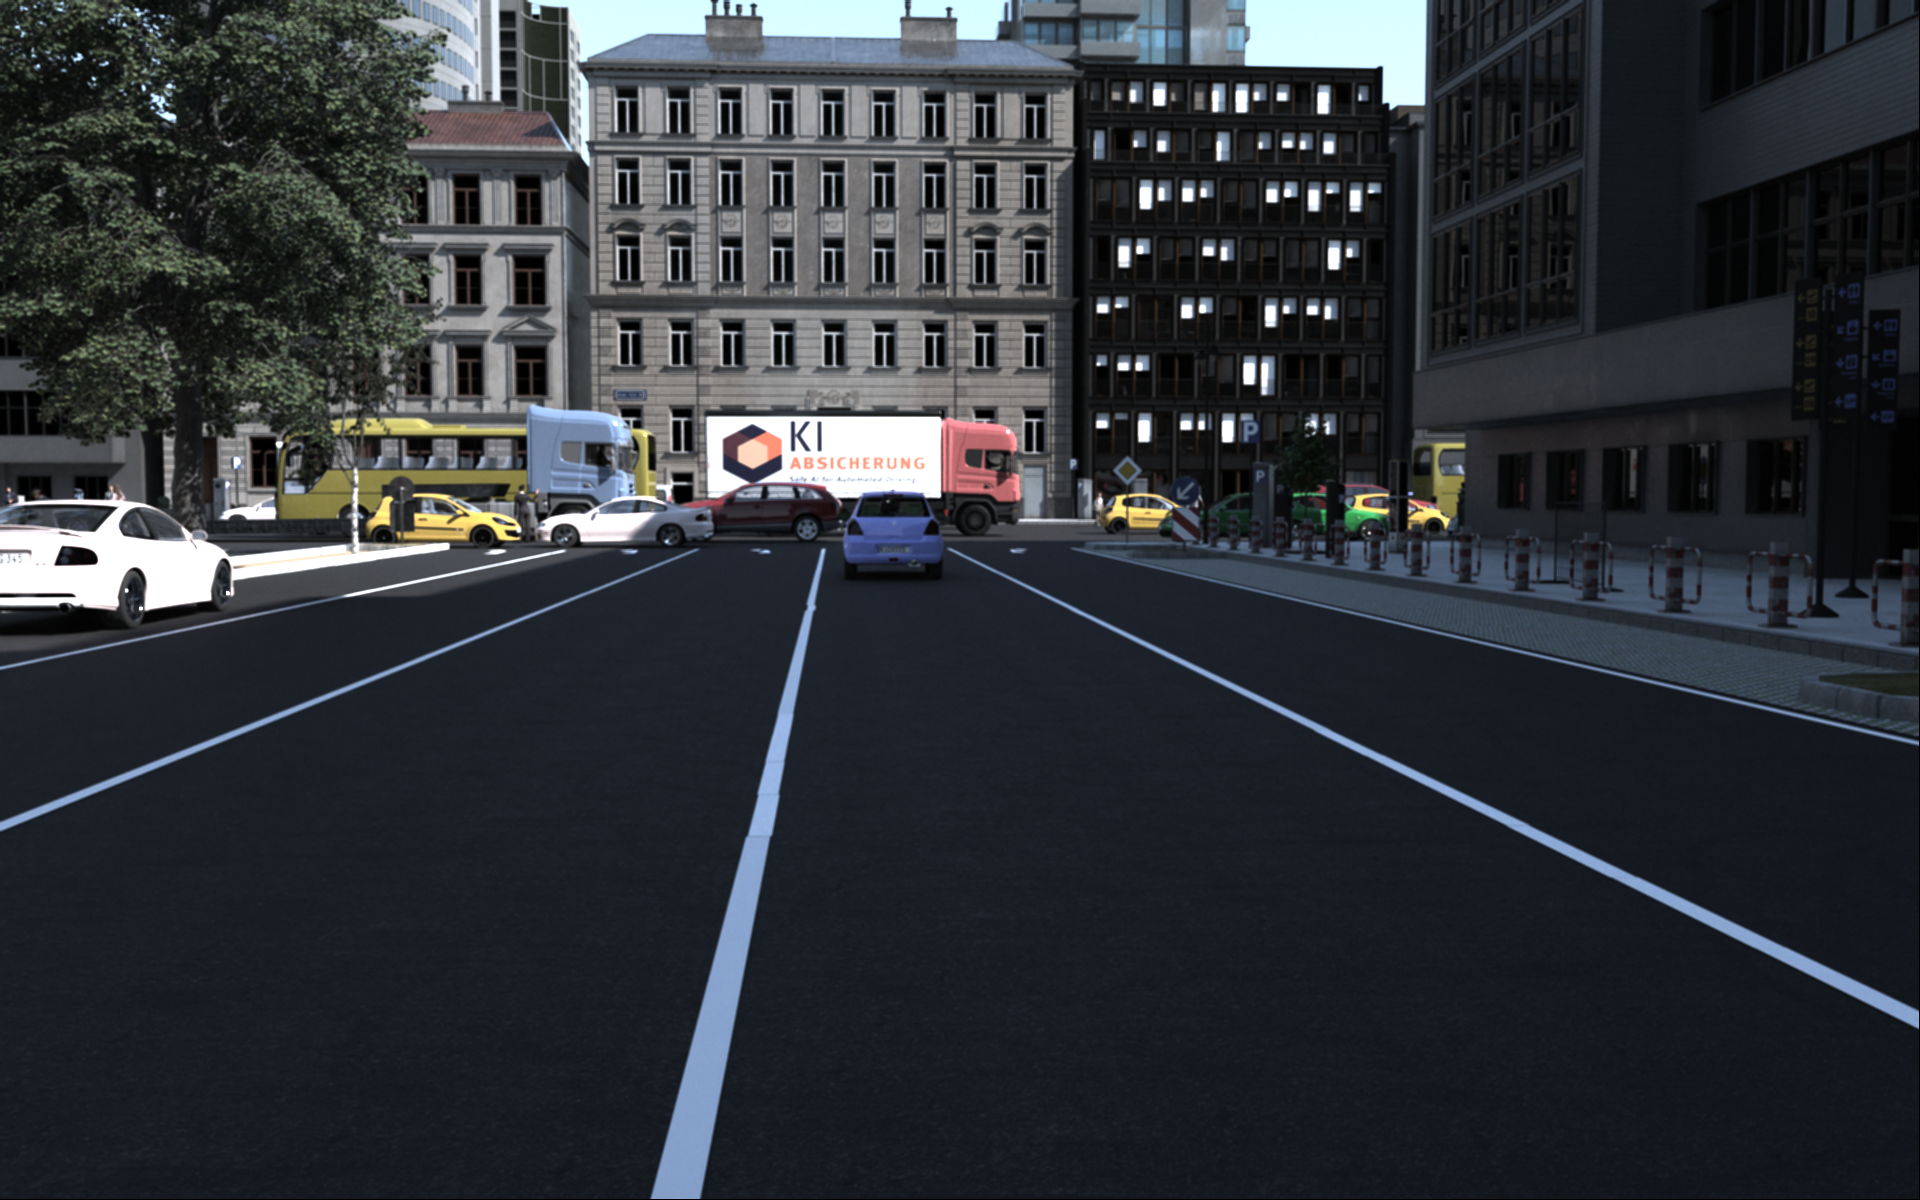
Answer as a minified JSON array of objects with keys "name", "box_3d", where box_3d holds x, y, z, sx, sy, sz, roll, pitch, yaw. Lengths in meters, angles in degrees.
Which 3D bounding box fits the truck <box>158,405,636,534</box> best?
[{"name":"truck","box_3d":[-18.757,-3.855,52.795,18.799,4.110,2.967,0,4,-4]}]

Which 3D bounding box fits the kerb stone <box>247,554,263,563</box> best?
[{"name":"kerb stone","box_3d":[-14.815,-0.850,36.136,0.120,0.150,1.000,0,4,-4]}]

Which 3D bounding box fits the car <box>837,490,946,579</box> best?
[{"name":"car","box_3d":[-1.197,-1.277,30.477,1.945,1.707,3.694,0,4,-3]}]

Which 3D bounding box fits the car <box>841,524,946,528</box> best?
[{"name":"car","box_3d":[-2.489,-3.098,63.236,3.894,1.354,1.945,0,4,-4]}]

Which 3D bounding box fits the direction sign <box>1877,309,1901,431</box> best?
[{"name":"direction sign","box_3d":[11.083,-1.799,21.411,0.876,3.537,0.379,1,4,15]}]

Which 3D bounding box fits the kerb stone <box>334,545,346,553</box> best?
[{"name":"kerb stone","box_3d":[-15.254,-1.230,42.301,0.120,0.150,1.000,0,4,-4]}]

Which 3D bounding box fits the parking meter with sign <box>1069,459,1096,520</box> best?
[{"name":"parking meter with sign","box_3d":[6.206,-5.472,85.723,1.738,3.016,0.543,-3,5,-42]}]

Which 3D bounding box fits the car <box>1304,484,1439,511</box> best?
[{"name":"car","box_3d":[15.007,-3.380,63.932,5.304,1.827,2.281,0,4,-2]}]

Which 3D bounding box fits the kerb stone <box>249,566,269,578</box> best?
[{"name":"kerb stone","box_3d":[-12.279,-0.482,30.095,0.120,0.150,1.000,0,4,-4]}]

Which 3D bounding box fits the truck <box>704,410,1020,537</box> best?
[{"name":"truck","box_3d":[-2.971,-4.301,59.227,11.283,4.237,2.839,0,4,-4]}]

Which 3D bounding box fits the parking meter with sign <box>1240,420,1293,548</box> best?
[{"name":"parking meter with sign","box_3d":[7.398,-2.771,41.573,0.543,3.016,1.738,3,5,39]}]

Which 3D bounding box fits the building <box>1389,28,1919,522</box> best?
[{"name":"building","box_3d":[36.570,-16.961,96.376,30.058,24.678,14.314,0,4,-4]}]

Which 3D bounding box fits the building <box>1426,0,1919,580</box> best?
[{"name":"building","box_3d":[18.661,-12.690,26.543,14.314,24.678,30.058,0,4,-4]}]

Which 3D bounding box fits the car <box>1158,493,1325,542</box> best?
[{"name":"car","box_3d":[8.063,-2.506,49.768,4.718,1.807,1.959,0,4,-4]}]

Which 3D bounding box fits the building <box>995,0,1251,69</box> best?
[{"name":"building","box_3d":[13.891,-33.217,162.713,23.786,49.044,30.456,0,4,-4]}]

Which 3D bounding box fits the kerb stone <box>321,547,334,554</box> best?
[{"name":"kerb stone","box_3d":[-15.182,-1.167,41.269,0.120,0.150,1.000,0,4,-4]}]

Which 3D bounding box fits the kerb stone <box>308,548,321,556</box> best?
[{"name":"kerb stone","box_3d":[-15.112,-1.104,40.244,0.120,0.150,1.000,0,4,-4]}]

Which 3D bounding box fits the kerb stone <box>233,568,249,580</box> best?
[{"name":"kerb stone","box_3d":[-12.201,-0.420,29.066,0.120,0.150,1.000,0,4,-4]}]

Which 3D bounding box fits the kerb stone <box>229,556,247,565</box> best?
[{"name":"kerb stone","box_3d":[-14.738,-0.790,35.106,0.120,0.150,1.000,0,4,-4]}]

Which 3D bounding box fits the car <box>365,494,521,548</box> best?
[{"name":"car","box_3d":[-13.836,-2.217,46.477,3.980,1.641,2.015,0,4,-3]}]

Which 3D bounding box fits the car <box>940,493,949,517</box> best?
[{"name":"car","box_3d":[-1.081,-3.816,71.063,5.304,1.827,2.281,0,4,-6]}]

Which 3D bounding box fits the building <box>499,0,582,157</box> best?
[{"name":"building","box_3d":[-66.354,-49.708,250.970,20.611,71.187,20.563,0,4,-4]}]

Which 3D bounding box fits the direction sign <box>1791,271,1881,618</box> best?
[{"name":"direction sign","box_3d":[9.001,-1.593,18.042,0.379,3.537,0.876,-1,4,-19]}]

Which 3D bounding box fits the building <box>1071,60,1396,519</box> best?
[{"name":"building","box_3d":[13.721,-16.135,93.490,15.834,23.373,12.332,0,4,-4]}]

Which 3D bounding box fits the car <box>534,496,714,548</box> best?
[{"name":"car","box_3d":[-9.134,-2.128,47.157,4.827,1.381,2.083,0,4,-4]}]

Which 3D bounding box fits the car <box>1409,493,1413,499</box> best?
[{"name":"car","box_3d":[21.531,-4.413,81.748,3.694,1.707,1.945,0,4,-6]}]

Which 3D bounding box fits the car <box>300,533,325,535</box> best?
[{"name":"car","box_3d":[-21.594,-3.198,61.323,4.494,1.783,2.155,0,4,-2]}]

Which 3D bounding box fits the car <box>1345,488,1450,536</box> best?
[{"name":"car","box_3d":[14.951,-3.036,59.864,3.980,1.641,2.015,0,4,-4]}]

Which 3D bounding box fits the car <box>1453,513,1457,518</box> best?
[{"name":"car","box_3d":[22.214,-3.489,69.406,4.827,1.381,2.083,0,4,-4]}]

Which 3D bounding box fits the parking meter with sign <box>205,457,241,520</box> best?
[{"name":"parking meter with sign","box_3d":[-35.041,-5.259,82.238,1.738,3.016,0.543,1,4,15]}]

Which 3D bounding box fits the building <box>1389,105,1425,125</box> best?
[{"name":"building","box_3d":[49.511,-33.382,195.903,14.200,45.320,14.600,0,4,-4]}]

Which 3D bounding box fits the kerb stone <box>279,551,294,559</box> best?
[{"name":"kerb stone","box_3d":[-14.960,-0.978,38.193,0.120,0.150,1.000,0,4,-4]}]

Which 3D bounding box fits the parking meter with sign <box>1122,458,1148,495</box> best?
[{"name":"parking meter with sign","box_3d":[8.794,-5.391,84.404,1.738,3.016,0.543,0,3,0]}]

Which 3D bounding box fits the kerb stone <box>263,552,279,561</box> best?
[{"name":"kerb stone","box_3d":[-14.883,-0.915,37.167,0.120,0.150,1.000,0,4,-4]}]

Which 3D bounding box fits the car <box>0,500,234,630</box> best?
[{"name":"car","box_3d":[-9.790,-0.444,19.625,2.083,1.381,4.827,0,4,-5]}]

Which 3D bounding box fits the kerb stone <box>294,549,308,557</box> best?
[{"name":"kerb stone","box_3d":[-15.038,-1.041,39.218,0.120,0.150,1.000,0,4,-4]}]

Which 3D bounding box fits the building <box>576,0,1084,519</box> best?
[{"name":"building","box_3d":[-6.724,-18.045,92.293,25.104,27.353,12.463,0,4,-4]}]

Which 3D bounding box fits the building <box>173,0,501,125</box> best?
[{"name":"building","box_3d":[-53.729,-37.357,152.785,21.231,58.520,28.212,0,4,-4]}]

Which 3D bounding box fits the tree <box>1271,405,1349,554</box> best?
[{"name":"tree","box_3d":[7.601,-2.618,37.403,1.663,3.219,1.824,0,3,0]}]

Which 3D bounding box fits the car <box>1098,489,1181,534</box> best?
[{"name":"car","box_3d":[7.005,-3.202,62.578,3.980,1.641,2.015,0,4,-4]}]

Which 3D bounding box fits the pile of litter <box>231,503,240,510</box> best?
[{"name":"pile of litter","box_3d":[-50.789,-6.564,121.290,1.176,0.858,1.719,3,5,45]}]

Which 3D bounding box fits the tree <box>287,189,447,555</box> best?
[{"name":"tree","box_3d":[-14.133,-5.354,40.355,4.360,8.622,3.978,0,3,0]}]

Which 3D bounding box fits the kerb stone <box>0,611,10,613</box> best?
[{"name":"kerb stone","box_3d":[-11.614,0.083,20.843,0.120,0.150,1.000,0,4,-4]}]

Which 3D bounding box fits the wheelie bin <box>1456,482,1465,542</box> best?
[{"name":"wheelie bin","box_3d":[13.577,-2.320,45.846,0.980,1.594,0.693,3,5,43]}]

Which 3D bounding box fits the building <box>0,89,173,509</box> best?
[{"name":"building","box_3d":[-55.661,-16.524,89.226,30.058,24.678,14.314,0,4,-4]}]

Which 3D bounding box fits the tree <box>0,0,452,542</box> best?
[{"name":"tree","box_3d":[-13.277,-7.358,29.424,9.857,13.997,8.962,0,3,0]}]

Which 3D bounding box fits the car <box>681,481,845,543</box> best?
[{"name":"car","box_3d":[-6.134,-2.667,52.285,5.304,1.827,2.281,0,4,-6]}]

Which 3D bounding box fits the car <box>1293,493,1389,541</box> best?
[{"name":"car","box_3d":[10.774,-2.661,52.302,4.718,1.807,1.959,0,4,-6]}]

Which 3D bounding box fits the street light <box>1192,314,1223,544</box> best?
[{"name":"street light","box_3d":[6.342,-4.387,44.521,0.468,5.910,1.993,0,4,-4]}]

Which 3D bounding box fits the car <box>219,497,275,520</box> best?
[{"name":"car","box_3d":[-26.957,-3.461,68.947,4.827,1.381,2.083,0,4,-4]}]

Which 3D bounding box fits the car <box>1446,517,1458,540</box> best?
[{"name":"car","box_3d":[16.213,-2.296,49.547,4.499,1.417,2.014,0,4,-4]}]

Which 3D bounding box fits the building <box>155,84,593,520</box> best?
[{"name":"building","box_3d":[-29.766,-15.552,90.427,21.152,22.565,11.583,0,4,-4]}]

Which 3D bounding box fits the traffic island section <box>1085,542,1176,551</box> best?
[{"name":"traffic island section","box_3d":[4.362,-1.391,45.022,2.009,0.180,2.903,0,4,-4]}]
